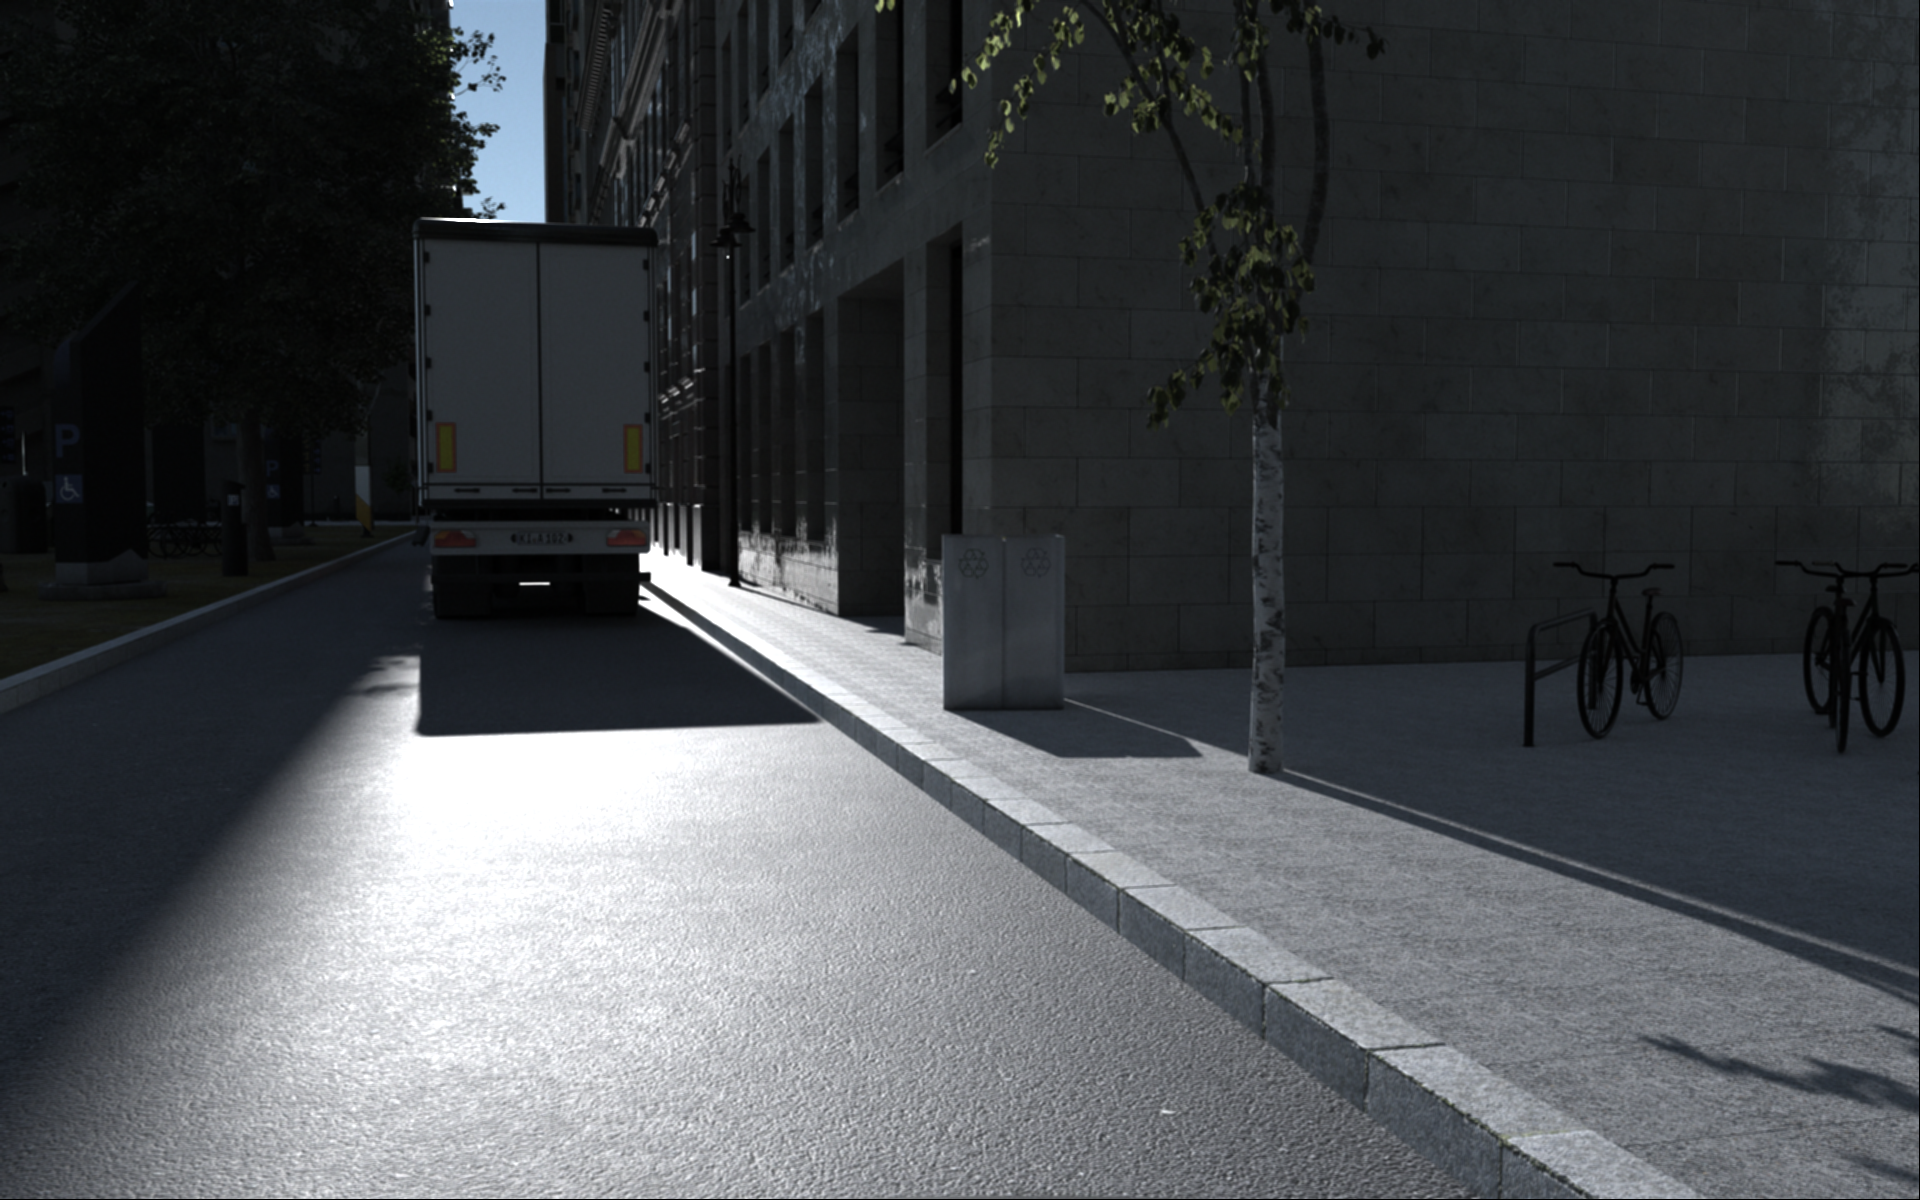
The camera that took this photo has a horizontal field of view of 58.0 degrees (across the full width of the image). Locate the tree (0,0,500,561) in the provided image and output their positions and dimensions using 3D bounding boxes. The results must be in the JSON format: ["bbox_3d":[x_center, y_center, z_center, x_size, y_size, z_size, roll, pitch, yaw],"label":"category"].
[{"bbox_3d":[-13.524,-7.715,32.801,9.857,13.997,8.962,0,3,0],"label":"tree"}]

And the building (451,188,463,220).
[{"bbox_3d":[-51.823,-23.462,155.313,14.160,30.474,14.107,-1,4,-14],"label":"building"}]

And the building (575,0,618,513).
[{"bbox_3d":[-8.116,-12.114,62.694,10.561,19.102,19.286,-1,4,-14],"label":"building"}]

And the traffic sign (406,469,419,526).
[{"bbox_3d":[-21.810,-4.027,69.480,0.795,2.450,0.064,-1,4,-14],"label":"traffic sign"}]

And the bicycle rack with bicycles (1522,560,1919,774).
[{"bbox_3d":[4.289,0.258,9.169,2.852,0.926,2.925,2,4,31],"label":"bicycle rack with bicycles"}]

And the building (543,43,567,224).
[{"bbox_3d":[-33.739,-31.881,171.371,14.600,45.320,14.200,-1,4,-14],"label":"building"}]

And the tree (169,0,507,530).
[{"bbox_3d":[-21.798,-12.469,59.750,12.611,20.169,13.585,0,3,0],"label":"tree"}]

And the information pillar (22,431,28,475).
[{"bbox_3d":[-34.695,-4.462,64.308,0.183,3.616,0.504,-2,4,-35],"label":"information pillar"}]

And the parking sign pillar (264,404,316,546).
[{"bbox_3d":[-17.015,-3.370,43.580,1.447,3.967,1.447,0,4,3],"label":"parking sign pillar"}]

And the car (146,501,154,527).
[{"bbox_3d":[-33.689,-3.548,69.807,4.920,1.459,2.131,-1,4,-14],"label":"car"}]

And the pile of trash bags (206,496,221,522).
[{"bbox_3d":[-34.530,-4.316,80.315,3.447,1.369,1.912,0,4,8],"label":"pile of trash bags"}]

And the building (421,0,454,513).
[{"bbox_3d":[-47.557,-30.780,122.861,23.786,49.044,30.456,-1,4,-14],"label":"building"}]

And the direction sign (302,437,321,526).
[{"bbox_3d":[-25.690,-4.690,68.685,0.876,3.537,0.379,1,4,21],"label":"direction sign"}]

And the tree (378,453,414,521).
[{"bbox_3d":[-26.263,-5.312,81.450,1.663,3.219,1.824,0,3,0],"label":"tree"}]

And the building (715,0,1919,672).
[{"bbox_3d":[3.164,-10.171,21.053,10.420,20.320,16.860,-1,4,-14],"label":"building"}]

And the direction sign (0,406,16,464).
[{"bbox_3d":[-24.755,-3.212,44.515,0.876,3.537,0.379,-2,4,-34],"label":"direction sign"}]

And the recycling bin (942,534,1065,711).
[{"bbox_3d":[0.254,0.120,10.596,0.722,1.027,0.722,0,4,-1],"label":"recycling bin"}]

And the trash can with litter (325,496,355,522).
[{"bbox_3d":[-29.063,-4.260,80.708,1.678,1.210,2.233,-2,4,-32],"label":"trash can with litter"}]

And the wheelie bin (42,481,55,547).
[{"bbox_3d":[-22.013,-2.086,42.022,0.980,1.594,0.693,1,4,19],"label":"wheelie bin"}]

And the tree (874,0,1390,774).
[{"bbox_3d":[1.180,-3.509,7.740,4.360,8.622,3.978,0,3,0],"label":"tree"}]

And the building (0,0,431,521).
[{"bbox_3d":[-39.531,-28.512,89.867,21.300,48.544,21.600,-1,4,-14],"label":"building"}]

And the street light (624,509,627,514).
[{"bbox_3d":[-9.237,-4.573,47.550,0.468,5.910,1.993,-1,4,-14],"label":"street light"}]

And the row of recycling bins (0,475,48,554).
[{"bbox_3d":[-21.040,-1.918,38.479,1.069,1.692,3.534,-3,4,-38],"label":"row of recycling bins"}]

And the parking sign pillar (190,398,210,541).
[{"bbox_3d":[-21.383,-3.605,47.419,1.447,3.967,1.447,-1,4,-23],"label":"parking sign pillar"}]

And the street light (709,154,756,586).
[{"bbox_3d":[-3.143,-3.131,23.978,0.468,5.910,1.993,-1,4,-14],"label":"street light"}]

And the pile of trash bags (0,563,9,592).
[{"bbox_3d":[-13.026,-0.701,21.219,1.912,1.369,3.447,-1,4,-15],"label":"pile of trash bags"}]

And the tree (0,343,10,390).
[{"bbox_3d":[-30.155,-6.128,50.548,4.360,8.622,3.978,0,3,0],"label":"tree"}]

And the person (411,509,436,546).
[{"bbox_3d":[-14.637,-2.416,48.227,0.699,1.804,1.509,2,4,35],"label":"person"}]

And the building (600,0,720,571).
[{"bbox_3d":[-1.857,-14.918,41.174,12.463,27.353,25.104,-1,4,-14],"label":"building"}]

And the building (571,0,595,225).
[{"bbox_3d":[-9.782,-28.678,92.590,21.600,48.544,21.300,-1,4,-14],"label":"building"}]

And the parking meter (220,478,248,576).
[{"bbox_3d":[-11.368,-1.145,27.124,0.372,1.533,0.369,0,3,0],"label":"parking meter"}]

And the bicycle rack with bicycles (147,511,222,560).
[{"bbox_3d":[-15.513,-1.322,34.997,2.925,0.926,2.852,-2,4,-34],"label":"bicycle rack with bicycles"}]

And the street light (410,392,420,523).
[{"bbox_3d":[-24.261,-6.391,77.276,0.468,5.910,1.993,-1,4,-14],"label":"street light"}]

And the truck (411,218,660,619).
[{"bbox_3d":[-5.819,-2.105,23.335,2.839,4.237,11.283,-1,4,-15],"label":"truck"}]

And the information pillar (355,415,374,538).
[{"bbox_3d":[-17.630,-3.659,51.181,0.504,3.616,0.183,1,4,17],"label":"information pillar"}]

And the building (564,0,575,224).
[{"bbox_3d":[-22.605,-27.377,131.210,14.154,41.232,14.086,-1,4,-14],"label":"building"}]

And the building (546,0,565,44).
[{"bbox_3d":[-46.998,-49.276,243.917,20.611,71.187,20.563,-1,4,-14],"label":"building"}]

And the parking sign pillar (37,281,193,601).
[{"bbox_3d":[-10.607,-2.010,21.338,1.447,3.967,1.447,0,4,6],"label":"parking sign pillar"}]
